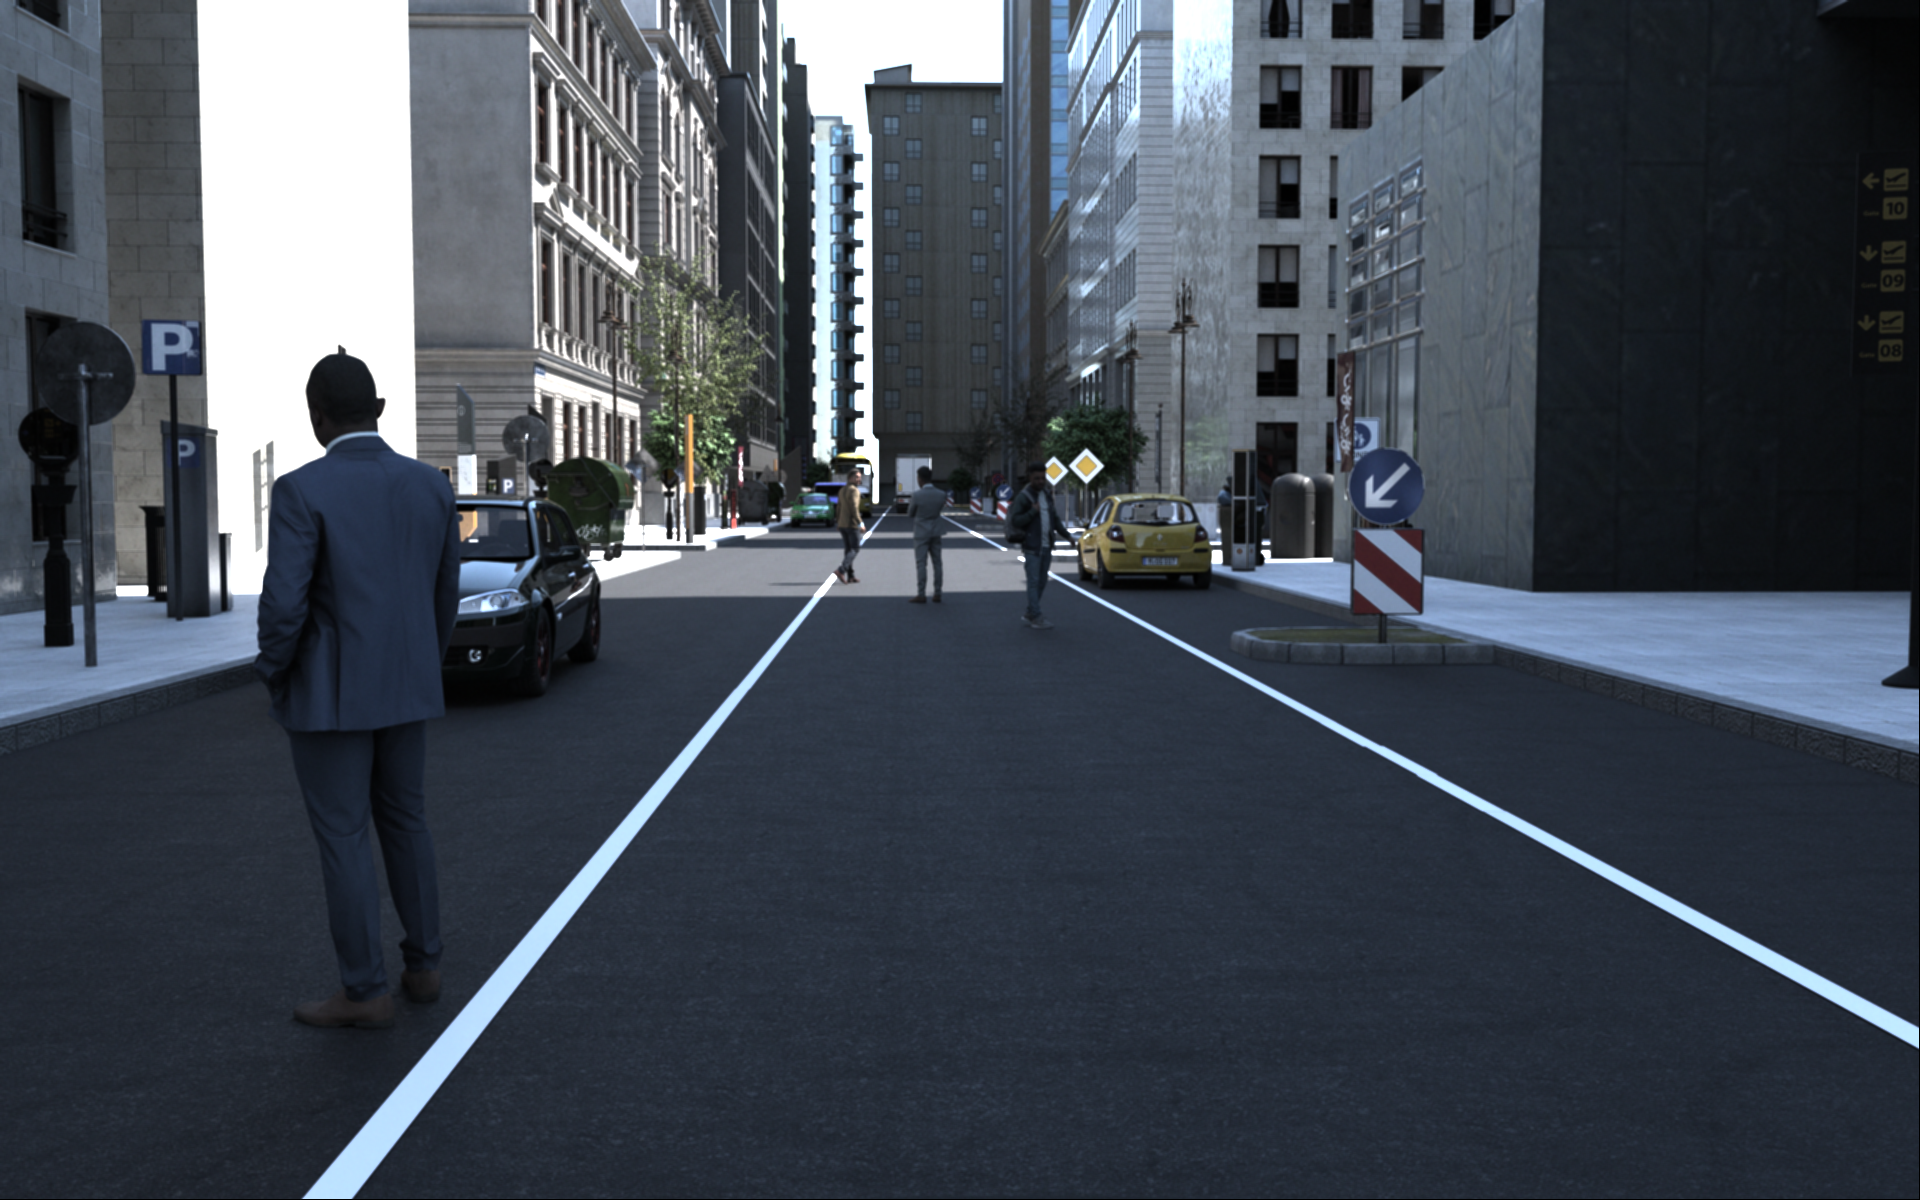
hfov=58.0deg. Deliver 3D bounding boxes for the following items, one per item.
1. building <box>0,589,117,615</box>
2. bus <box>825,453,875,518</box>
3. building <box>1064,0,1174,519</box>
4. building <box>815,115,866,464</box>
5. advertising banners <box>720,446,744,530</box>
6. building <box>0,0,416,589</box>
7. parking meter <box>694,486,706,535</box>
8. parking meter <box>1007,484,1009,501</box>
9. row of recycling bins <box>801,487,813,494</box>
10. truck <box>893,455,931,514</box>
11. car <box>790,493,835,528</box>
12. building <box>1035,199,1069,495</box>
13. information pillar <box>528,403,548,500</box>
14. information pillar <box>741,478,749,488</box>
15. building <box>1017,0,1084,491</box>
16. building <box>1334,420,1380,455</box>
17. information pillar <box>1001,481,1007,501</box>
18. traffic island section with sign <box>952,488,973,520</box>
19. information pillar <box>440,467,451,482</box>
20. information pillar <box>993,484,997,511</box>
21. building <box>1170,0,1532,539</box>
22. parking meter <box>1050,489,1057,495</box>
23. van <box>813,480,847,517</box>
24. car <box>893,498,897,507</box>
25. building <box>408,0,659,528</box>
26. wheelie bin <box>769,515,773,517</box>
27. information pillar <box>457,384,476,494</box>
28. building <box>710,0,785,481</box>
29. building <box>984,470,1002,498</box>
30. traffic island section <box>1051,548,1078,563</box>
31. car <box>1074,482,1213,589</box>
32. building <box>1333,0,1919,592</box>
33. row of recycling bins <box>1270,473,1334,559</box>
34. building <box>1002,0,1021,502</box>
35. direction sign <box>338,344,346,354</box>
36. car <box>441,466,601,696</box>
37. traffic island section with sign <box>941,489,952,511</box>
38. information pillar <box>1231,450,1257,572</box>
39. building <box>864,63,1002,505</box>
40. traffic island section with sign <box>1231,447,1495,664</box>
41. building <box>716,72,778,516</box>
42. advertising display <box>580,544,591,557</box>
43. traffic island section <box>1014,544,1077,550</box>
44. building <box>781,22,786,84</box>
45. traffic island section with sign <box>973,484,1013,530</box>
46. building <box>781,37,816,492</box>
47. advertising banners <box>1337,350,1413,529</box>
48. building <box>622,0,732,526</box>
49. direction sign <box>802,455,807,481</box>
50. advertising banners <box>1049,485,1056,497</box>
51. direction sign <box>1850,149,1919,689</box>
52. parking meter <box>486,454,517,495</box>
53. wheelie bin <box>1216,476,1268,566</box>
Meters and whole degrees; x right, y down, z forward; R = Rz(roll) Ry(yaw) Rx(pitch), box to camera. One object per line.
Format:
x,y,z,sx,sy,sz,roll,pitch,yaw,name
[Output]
-15.096,-9.605,11.786,10.420,20.320,16.860,0,4,-2,building
-6.699,-7.104,107.694,2.896,3.916,12.252,0,4,-2,bus
12.078,-18.780,84.553,11.434,29.767,29.804,0,4,-2,building
-27.143,-36.540,217.043,30.456,49.044,23.786,0,4,-2,building
-8.158,-4.035,62.165,0.090,3.025,2.074,1,4,17,advertising banners
-19.098,-10.637,28.664,16.860,20.320,10.420,0,4,-2,building
-8.084,-2.777,53.812,0.372,1.533,0.369,0,3,0,parking meter
2.696,-5.899,102.167,0.255,1.863,0.399,-2,4,-28,parking meter
-9.503,-5.985,104.969,1.069,1.692,3.534,0,4,1,row of recycling bins
-3.512,-8.532,128.409,2.839,4.237,11.283,0,4,-2,truck
-6.420,-4.087,75.619,1.959,1.807,4.718,0,4,-2,car
11.375,-16.761,110.192,11.583,22.565,21.152,0,4,-2,building
-10.916,-3.268,44.794,0.504,3.616,0.183,0,4,-7,information pillar
-9.892,-4.593,79.581,0.304,2.012,0.304,-1,4,-20,information pillar
11.883,-29.733,136.249,14.600,45.320,14.200,0,4,-2,building
47.722,-34.264,183.924,21.600,48.544,21.300,0,4,-2,building
2.429,-5.560,95.401,0.304,2.012,0.304,0,4,3,information pillar
0.730,-5.412,97.115,1.989,1.847,2.006,0,4,-2,traffic island section with sign
-14.158,-2.643,47.709,0.304,2.012,0.304,-1,4,-15,information pillar
2.493,-7.100,120.573,0.304,2.012,0.304,2,4,29,information pillar
15.797,-12.181,53.917,16.860,20.320,10.420,0,4,-2,building
4.580,-4.668,84.727,0.372,1.533,0.369,0,3,0,parking meter
-6.652,-5.237,90.015,2.240,2.365,5.245,0,4,-1,van
-6.434,-11.080,193.164,2.014,1.417,4.499,0,4,-4,car
-17.283,-13.554,57.763,11.583,22.565,21.152,0,4,-2,building
-10.982,-5.536,98.419,0.980,1.594,0.693,1,4,9,wheelie bin
-10.528,-2.789,36.949,0.504,3.616,0.183,2,4,34,information pillar
-20.388,-27.088,126.490,14.154,41.232,14.086,0,4,-2,building
13.298,-45.470,181.689,20.563,71.187,20.611,0,4,-2,building
2.757,-0.938,37.610,2.009,0.180,2.903,0,4,-2,traffic island section
2.880,-1.065,27.637,2.015,1.641,3.980,0,4,-3,car
18.796,-42.978,15.361,22.319,86.520,31.000,0,4,-2,building
7.688,-1.719,35.216,3.534,1.692,1.069,-3,5,-39,row of recycling bins
14.303,-37.621,157.107,21.231,58.520,28.212,0,4,-2,building
-9.481,-2.121,26.684,0.379,3.537,0.876,-1,4,-13,direction sign
-3.882,-0.225,13.467,2.009,1.686,4.222,0,4,-4,car
-0.976,-8.481,147.287,1.989,1.847,2.006,0,4,-2,traffic island section with sign
4.720,-1.485,28.778,0.304,2.012,0.304,3,4,36,information pillar
1.857,-38.652,221.197,27.495,52.752,28.713,0,4,-2,building
3.508,-0.424,15.558,1.989,1.847,2.006,0,4,-2,traffic island section with sign
-18.974,-19.034,104.717,14.314,27.812,24.014,0,4,-2,building
-7.714,-1.850,35.458,0.123,1.923,0.974,-2,4,-26,advertising display
2.485,-1.426,45.591,2.009,0.180,2.903,0,4,-2,traffic island section
-26.513,-32.380,149.020,23.786,49.044,30.456,0,4,-2,building
1.651,-3.764,70.175,1.989,1.847,2.006,0,4,-2,traffic island section with sign
-26.187,-34.120,181.561,21.600,48.544,21.300,0,4,-2,building
4.899,-1.494,20.620,0.090,3.025,2.074,-1,4,-11,advertising banners
-18.535,-17.906,80.153,14.401,28.519,23.554,0,4,-2,building
-9.222,-6.619,100.214,0.876,3.537,0.379,2,4,34,direction sign
3.661,-4.519,70.066,0.090,3.025,2.074,1,4,17,advertising banners
6.364,-1.190,11.453,0.876,3.537,0.379,1,4,16,direction sign
-6.692,-1.199,25.317,0.255,1.863,0.399,3,4,36,parking meter
5.006,-1.410,30.963,0.980,1.594,0.693,-2,4,-25,wheelie bin
